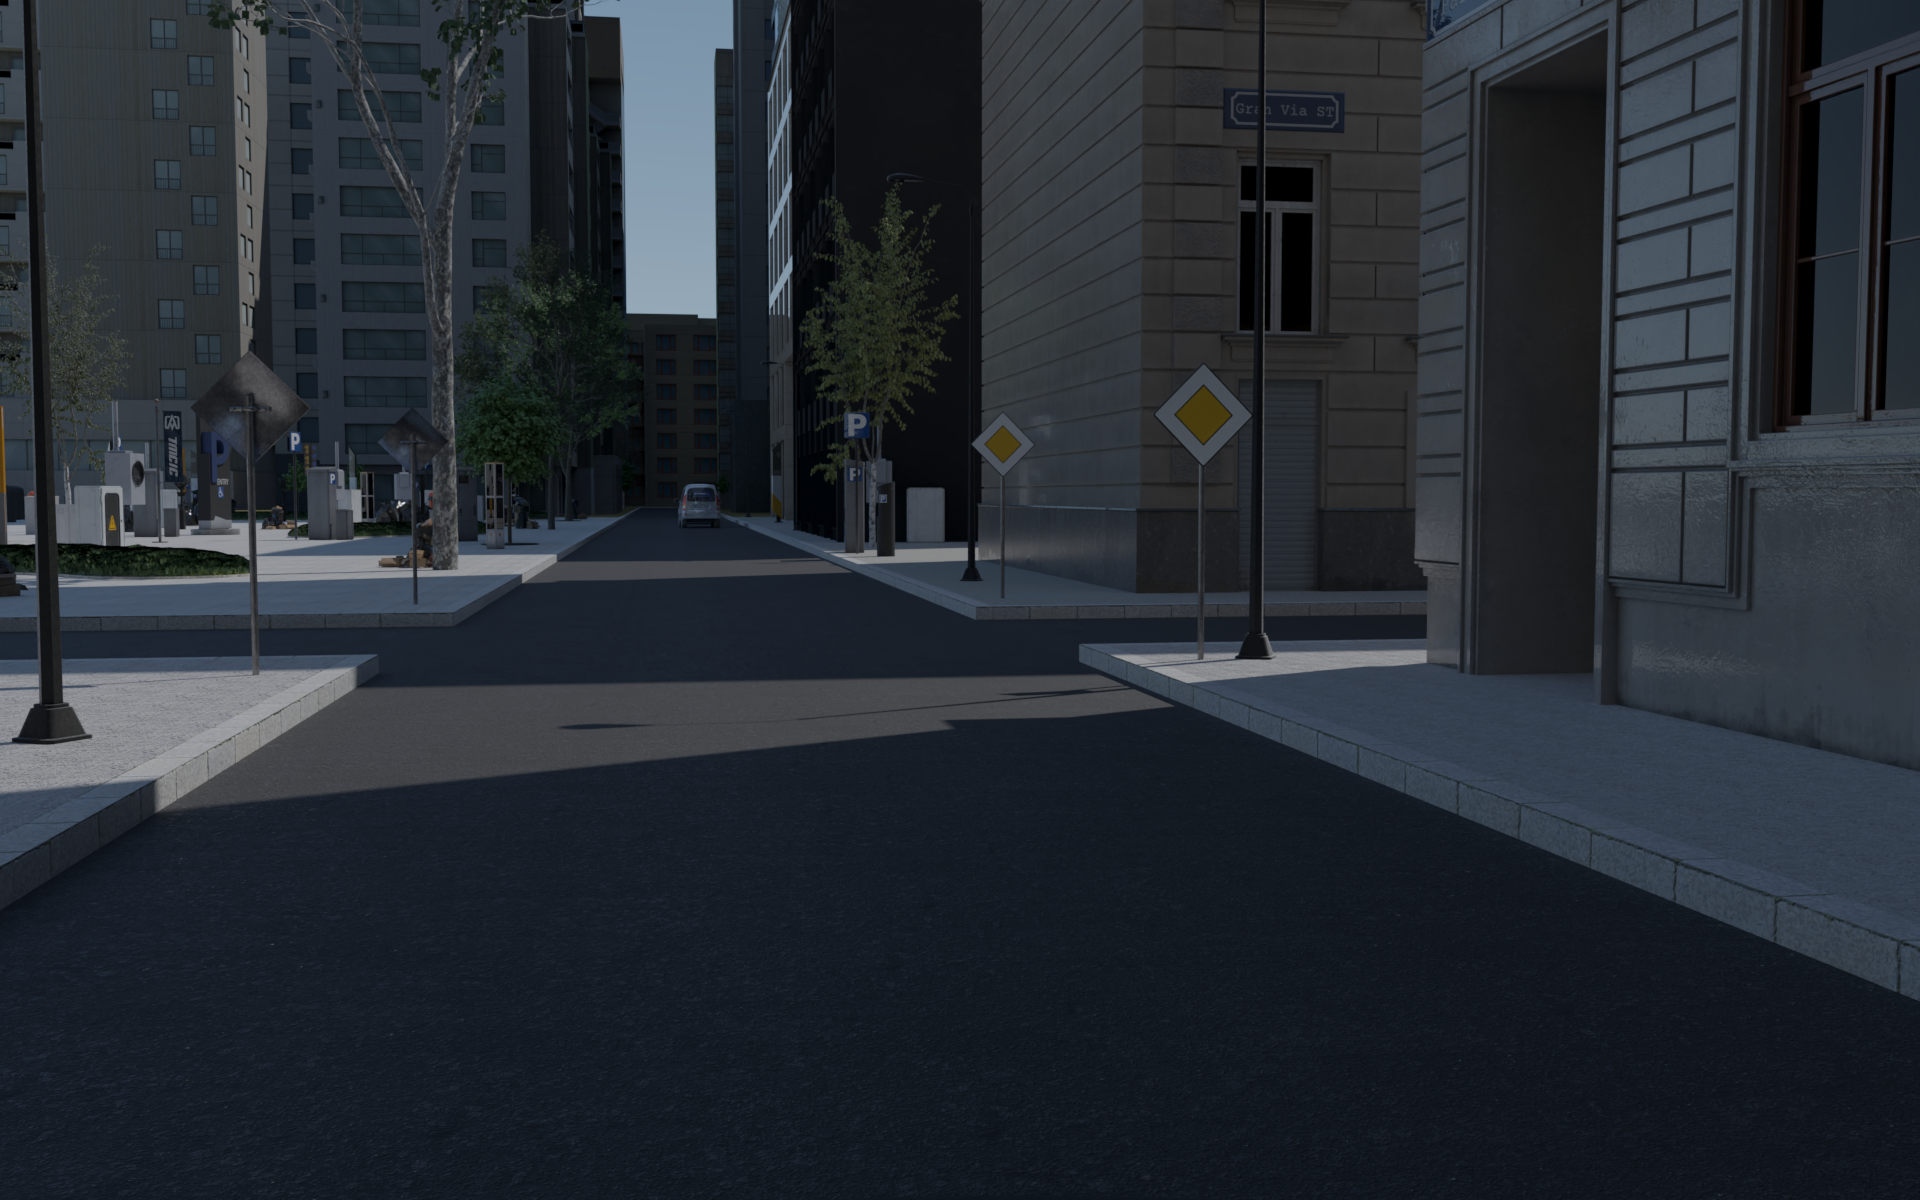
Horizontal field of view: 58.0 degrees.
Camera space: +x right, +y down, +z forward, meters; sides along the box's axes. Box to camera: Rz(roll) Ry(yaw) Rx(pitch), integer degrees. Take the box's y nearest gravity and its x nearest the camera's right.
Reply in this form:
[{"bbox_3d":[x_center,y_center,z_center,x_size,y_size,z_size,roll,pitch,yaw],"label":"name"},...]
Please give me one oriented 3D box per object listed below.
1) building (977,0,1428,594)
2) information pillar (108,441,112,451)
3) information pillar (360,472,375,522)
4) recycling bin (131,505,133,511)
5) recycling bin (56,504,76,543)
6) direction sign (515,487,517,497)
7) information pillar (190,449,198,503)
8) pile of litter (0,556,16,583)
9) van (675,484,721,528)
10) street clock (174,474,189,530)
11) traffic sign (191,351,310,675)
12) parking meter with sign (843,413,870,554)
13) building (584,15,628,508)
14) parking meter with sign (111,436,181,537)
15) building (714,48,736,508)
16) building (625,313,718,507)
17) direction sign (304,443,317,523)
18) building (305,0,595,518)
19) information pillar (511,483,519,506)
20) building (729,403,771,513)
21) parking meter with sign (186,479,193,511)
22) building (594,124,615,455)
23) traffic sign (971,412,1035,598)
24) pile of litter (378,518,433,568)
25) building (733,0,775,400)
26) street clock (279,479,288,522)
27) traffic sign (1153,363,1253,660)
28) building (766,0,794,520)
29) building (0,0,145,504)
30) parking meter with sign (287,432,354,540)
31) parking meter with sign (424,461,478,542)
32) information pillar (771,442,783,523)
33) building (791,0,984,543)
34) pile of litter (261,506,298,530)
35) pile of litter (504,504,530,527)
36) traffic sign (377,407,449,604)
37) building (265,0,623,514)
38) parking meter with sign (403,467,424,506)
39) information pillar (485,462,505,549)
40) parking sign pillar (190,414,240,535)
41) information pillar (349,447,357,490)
[{"bbox_3d":[13.273,-14.178,29.079,25.104,27.353,12.463,-1,4,-10],"label":"building"},{"bbox_3d":[-37.415,-5.196,76.303,0.183,3.616,0.504,-3,4,-37],"label":"information pillar"},{"bbox_3d":[-19.836,-3.272,57.996,0.304,2.012,0.304,2,4,28],"label":"information pillar"},{"bbox_3d":[-37.212,-4.053,78.814,0.722,1.027,0.722,3,5,41],"label":"recycling bin"},{"bbox_3d":[-22.222,-1.858,42.933,0.722,1.027,0.722,3,5,43],"label":"recycling bin"},{"bbox_3d":[-18.323,-4.862,71.491,0.379,3.537,0.876,1,4,13],"label":"direction sign"},{"bbox_3d":[-40.063,-6.082,90.796,0.504,3.616,0.183,0,4,-1],"label":"information pillar"},{"bbox_3d":[-13.587,-0.578,23.423,1.176,0.858,1.719,3,4,37],"label":"pile of litter"},{"bbox_3d":[-11.282,-4.146,74.806,2.013,2.044,4.112,-1,4,-12],"label":"van"},{"bbox_3d":[-28.135,-3.550,62.609,0.471,2.002,0.358,0,4,-4],"label":"street clock"},{"bbox_3d":[-4.988,-0.524,12.214,0.795,2.450,0.064,-1,4,-10],"label":"traffic sign"},{"bbox_3d":[-2.298,-2.548,37.925,0.543,3.016,1.738,0,4,-6],"label":"parking meter with sign"},{"bbox_3d":[-38.248,-31.196,160.159,14.200,45.320,14.600,-1,4,-10],"label":"building"},{"bbox_3d":[-24.257,-3.388,51.658,1.738,3.016,0.543,0,4,-6],"label":"parking meter with sign"},{"bbox_3d":[-16.061,-29.374,163.862,14.154,41.232,14.086,-1,4,-10],"label":"building"},{"bbox_3d":[-39.895,-21.051,189.219,28.899,21.520,27.650,-1,4,-10],"label":"building"},{"bbox_3d":[-28.844,-5.195,76.938,0.379,3.537,0.876,1,4,14],"label":"direction sign"},{"bbox_3d":[-28.686,-20.066,99.788,14.160,30.474,14.107,-1,4,-10],"label":"building"},{"bbox_3d":[-23.563,-5.334,91.702,0.304,2.012,0.304,1,4,10],"label":"information pillar"},{"bbox_3d":[-3.510,-48.949,112.989,22.319,86.520,31.000,-1,4,-10],"label":"building"},{"bbox_3d":[-39.074,-5.558,87.136,0.543,3.016,1.738,-3,5,-41],"label":"parking meter with sign"},{"bbox_3d":[-34.218,-22.177,134.300,14.160,30.474,14.107,-1,4,-10],"label":"building"},{"bbox_3d":[0.519,-1.076,21.228,0.795,2.450,0.064,-1,4,-10],"label":"traffic sign"},{"bbox_3d":[-9.612,-1.009,30.464,1.176,0.858,1.719,-2,4,-27],"label":"pile of litter"},{"bbox_3d":[-8.132,-36.775,143.269,21.231,58.520,28.212,-1,4,-10],"label":"building"},{"bbox_3d":[-31.536,-4.660,80.761,0.358,2.002,0.471,-1,4,-21],"label":"street clock"},{"bbox_3d":[1.861,-0.594,13.356,0.795,2.450,0.064,-1,4,-10],"label":"traffic sign"},{"bbox_3d":[1.849,-16.841,79.867,19.350,26.468,34.151,-1,4,-10],"label":"building"},{"bbox_3d":[-71.867,-34.119,147.080,27.495,52.752,28.713,-1,4,-10],"label":"building"},{"bbox_3d":[-17.860,-3.193,48.470,1.738,3.016,0.543,1,4,11],"label":"parking meter with sign"},{"bbox_3d":[-13.488,-3.096,46.878,0.543,3.016,1.738,3,5,45],"label":"parking meter with sign"},{"bbox_3d":[-8.224,-5.284,77.752,0.504,3.616,0.183,-3,5,-41],"label":"information pillar"},{"bbox_3d":[1.489,-13.717,53.954,12.332,23.373,15.834,-1,4,-10],"label":"building"},{"bbox_3d":[-24.705,-3.008,63.145,1.719,0.858,1.176,-3,5,-39],"label":"pile of litter"},{"bbox_3d":[-19.513,-3.665,73.881,1.719,0.858,1.176,1,4,19],"label":"pile of litter"},{"bbox_3d":[-6.330,-1.006,20.086,0.795,2.450,0.064,-1,4,-10],"label":"traffic sign"},{"bbox_3d":[-33.479,-41.428,115.607,20.563,71.187,20.611,-1,4,-10],"label":"building"},{"bbox_3d":[-26.532,-5.347,83.677,1.738,3.016,0.543,1,4,13],"label":"parking meter with sign"},{"bbox_3d":[-10.831,-2.192,40.332,0.304,2.012,0.304,2,4,27],"label":"information pillar"},{"bbox_3d":[-23.482,-4.039,54.511,1.447,3.967,1.447,0,4,5],"label":"parking sign pillar"},{"bbox_3d":[-30.036,-5.770,85.696,0.504,3.616,0.183,3,4,37],"label":"information pillar"}]
